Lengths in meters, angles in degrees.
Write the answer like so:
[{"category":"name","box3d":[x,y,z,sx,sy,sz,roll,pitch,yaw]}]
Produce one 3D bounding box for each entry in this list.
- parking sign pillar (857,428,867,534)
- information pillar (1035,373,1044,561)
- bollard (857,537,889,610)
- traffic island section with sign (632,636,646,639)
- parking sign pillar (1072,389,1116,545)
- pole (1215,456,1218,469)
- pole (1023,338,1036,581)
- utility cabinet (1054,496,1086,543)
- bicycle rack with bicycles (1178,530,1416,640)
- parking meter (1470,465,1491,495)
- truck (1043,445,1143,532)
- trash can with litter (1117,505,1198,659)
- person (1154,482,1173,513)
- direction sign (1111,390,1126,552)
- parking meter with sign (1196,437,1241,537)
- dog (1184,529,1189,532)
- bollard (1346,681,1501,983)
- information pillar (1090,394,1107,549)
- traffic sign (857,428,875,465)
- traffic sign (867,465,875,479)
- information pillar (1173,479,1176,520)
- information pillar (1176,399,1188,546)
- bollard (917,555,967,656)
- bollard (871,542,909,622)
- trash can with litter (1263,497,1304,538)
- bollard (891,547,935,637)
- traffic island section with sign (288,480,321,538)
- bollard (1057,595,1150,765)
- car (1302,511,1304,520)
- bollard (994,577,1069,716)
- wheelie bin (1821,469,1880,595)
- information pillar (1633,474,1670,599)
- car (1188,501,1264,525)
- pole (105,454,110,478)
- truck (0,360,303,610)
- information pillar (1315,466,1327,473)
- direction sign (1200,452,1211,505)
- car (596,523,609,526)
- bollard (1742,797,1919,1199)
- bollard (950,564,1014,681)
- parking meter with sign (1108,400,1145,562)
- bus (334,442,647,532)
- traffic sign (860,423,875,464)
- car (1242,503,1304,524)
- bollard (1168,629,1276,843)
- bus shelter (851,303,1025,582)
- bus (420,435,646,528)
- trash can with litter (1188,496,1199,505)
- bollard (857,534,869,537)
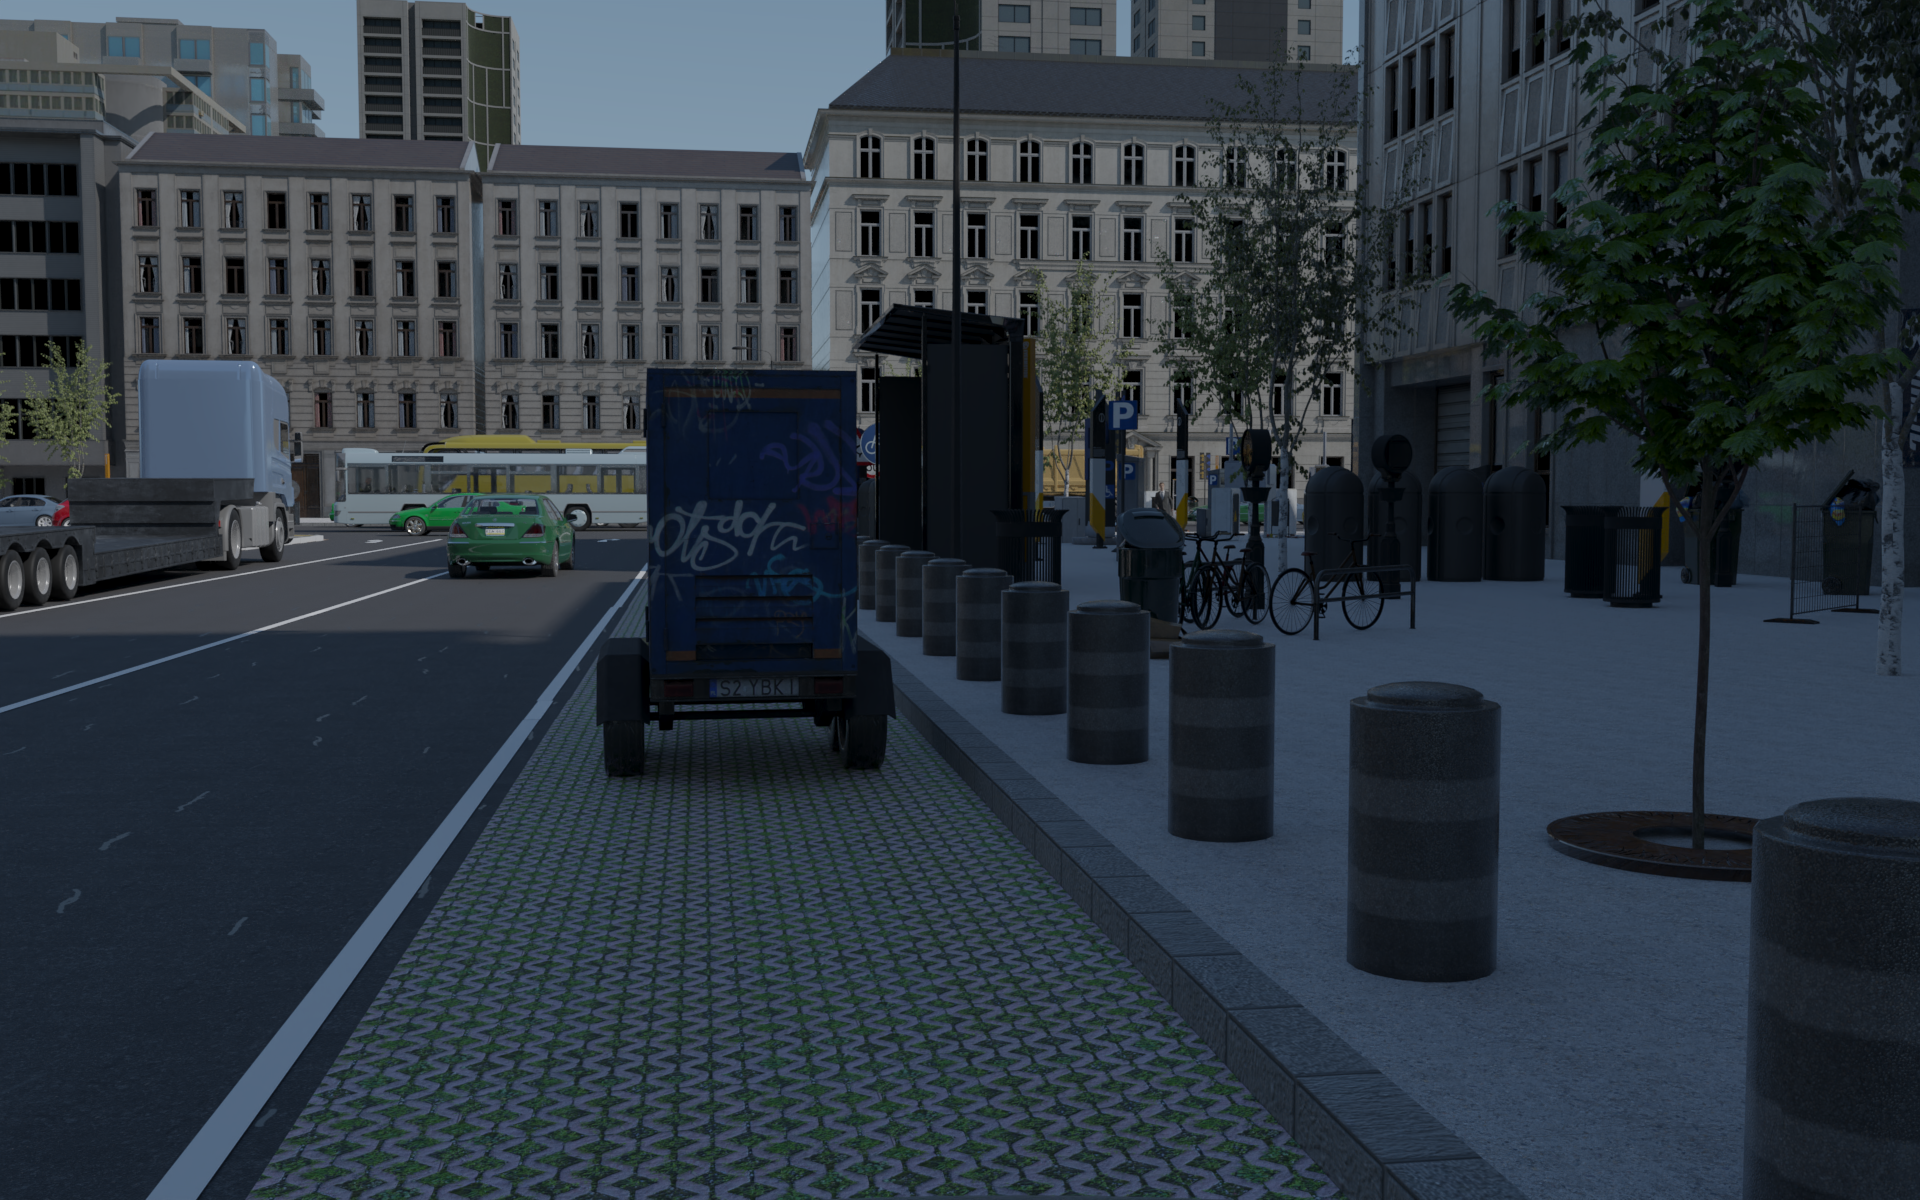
[{"category":"parking sign pillar","box3d":[-3.131,-3.838,51.227,1.447,3.967,1.447,1,4,14]},{"category":"information pillar","box3d":[1.470,-2.555,33.136,0.183,3.616,0.504,-1,4,-17]},{"category":"bollard","box3d":[-0.929,-0.283,19.337,0.404,0.777,0.398,0,3,0]},{"category":"traffic island section with sign","box3d":[-1.936,-0.388,14.969,1.989,1.847,2.006,-1,4,-8]},{"category":"parking sign pillar","box3d":[3.569,-3.400,44.058,1.447,3.967,1.447,-1,4,-12]},{"category":"pole","box3d":[13.640,-6.004,92.014,0.158,3.312,0.155,0,3,0]},{"category":"pole","box3d":[0.890,-1.769,22.771,0.158,3.312,0.155,0,3,0]},{"category":"utility cabinet","box3d":[2.918,-2.107,45.611,0.306,1.237,1.020,3,5,42]},{"category":"bicycle rack with bicycles","box3d":[2.863,-0.184,16.389,2.852,0.926,2.925,3,5,44]},{"category":"parking meter","box3d":[10.358,-1.767,34.595,0.399,1.863,0.255,2,4,33]},{"category":"truck","box3d":[1.377,-3.967,60.791,9.791,3.379,3.469,0,4,-8]},{"category":"trash can with litter","box3d":[1.627,-0.151,13.864,0.624,1.170,1.055,-1,4,-9]},{"category":"person","box3d":[7.088,-3.186,60.372,0.659,1.850,0.755,0,4,8]},{"category":"direction sign","box3d":[3.528,-2.821,38.121,0.379,3.537,0.876,-1,4,-9]},{"category":"parking meter with sign","box3d":[7.818,-3.435,52.417,0.543,3.016,1.738,3,5,43]},{"category":"dog","box3d":[8.006,-2.529,61.542,0.748,0.427,0.550,0,4,4]},{"category":"bollard","box3d":[1.261,0.611,4.721,0.404,0.777,0.398,0,3,0]},{"category":"information pillar","box3d":[3.236,-3.011,40.584,0.183,3.616,0.504,3,5,44]},{"category":"traffic sign","box3d":[-1.963,-1.968,32.180,0.884,2.594,0.081,0,4,-8]},{"category":"traffic sign","box3d":[-2.810,-3.397,55.646,0.768,2.556,0.104,0,4,-3]},{"category":"information pillar","box3d":[10.770,-5.008,86.380,0.304,2.012,0.304,0,4,3]},{"category":"information pillar","box3d":[5.428,-3.119,42.358,0.183,3.616,0.504,-1,4,-19]},{"category":"bollard","box3d":[-0.101,0.053,13.849,0.404,0.777,0.398,0,3,0]},{"category":"bollard","box3d":[-0.654,-0.170,17.498,0.404,0.777,0.398,0,3,0]},{"category":"trash can with litter","box3d":[9.700,-2.408,50.427,2.233,1.210,1.678,1,4,21]},{"category":"bollard","box3d":[-0.381,-0.058,15.673,0.404,0.777,0.398,0,3,0]},{"category":"traffic island section with sign","box3d":[-20.758,-2.757,53.206,2.006,1.907,1.989,-1,4,-8]},{"category":"bollard","box3d":[0.717,0.388,8.371,0.404,0.777,0.398,0,3,0]},{"category":"car","box3d":[16.276,-3.779,72.009,3.980,1.641,2.015,-1,4,-10]},{"category":"bollard","box3d":[0.443,0.276,10.199,0.404,0.777,0.398,0,3,0]},{"category":"wheelie bin","box3d":[11.385,-0.873,22.175,0.693,1.594,0.980,2,4,26]},{"category":"information pillar","box3d":[8.517,-1.827,21.219,0.183,3.616,0.504,-1,4,-13]},{"category":"car","box3d":[12.641,-4.058,78.139,4.920,1.459,2.131,-1,4,-9]},{"category":"pole","box3d":[-43.207,-5.748,87.824,0.158,3.312,0.155,0,3,0]},{"category":"truck","box3d":[-14.227,-2.412,29.194,2.967,4.110,18.799,-1,4,-10]},{"category":"information pillar","box3d":[10.179,-2.714,48.864,0.304,2.012,0.304,2,4,24]},{"category":"direction sign","box3d":[13.338,-6.259,94.325,0.876,3.537,0.379,-3,5,-42]},{"category":"car","box3d":[-17.513,-4.001,77.419,4.499,1.417,2.014,0,4,-7]},{"category":"bollard","box3d":[1.536,0.723,2.896,0.404,0.777,0.398,0,3,0]},{"category":"bollard","box3d":[0.172,0.165,12.024,0.404,0.777,0.398,0,3,0]},{"category":"parking meter with sign","box3d":[3.288,-2.254,33.109,0.543,3.016,1.738,1,4,17]},{"category":"bus","box3d":[-17.940,-4.396,66.740,13.247,3.499,2.948,-1,4,-10]},{"category":"traffic sign","box3d":[-1.377,-1.870,30.683,0.768,2.556,0.104,0,4,0]},{"category":"car","box3d":[14.925,-4.238,81.300,4.499,1.417,2.014,0,4,-7]},{"category":"bollard","box3d":[0.989,0.500,6.546,0.404,0.777,0.398,0,3,0]},{"category":"bus shelter","box3d":[-0.411,-2.034,24.544,1.731,3.624,6.357,-1,4,-8]},{"category":"bus","box3d":[-16.849,-4.984,73.027,12.252,3.916,2.896,-1,4,-9]},{"category":"trash can with litter","box3d":[12.441,-4.930,91.999,0.624,1.170,1.055,2,4,32]},{"category":"bollard","box3d":[-1.198,-0.394,21.163,0.404,0.777,0.398,0,3,0]}]
